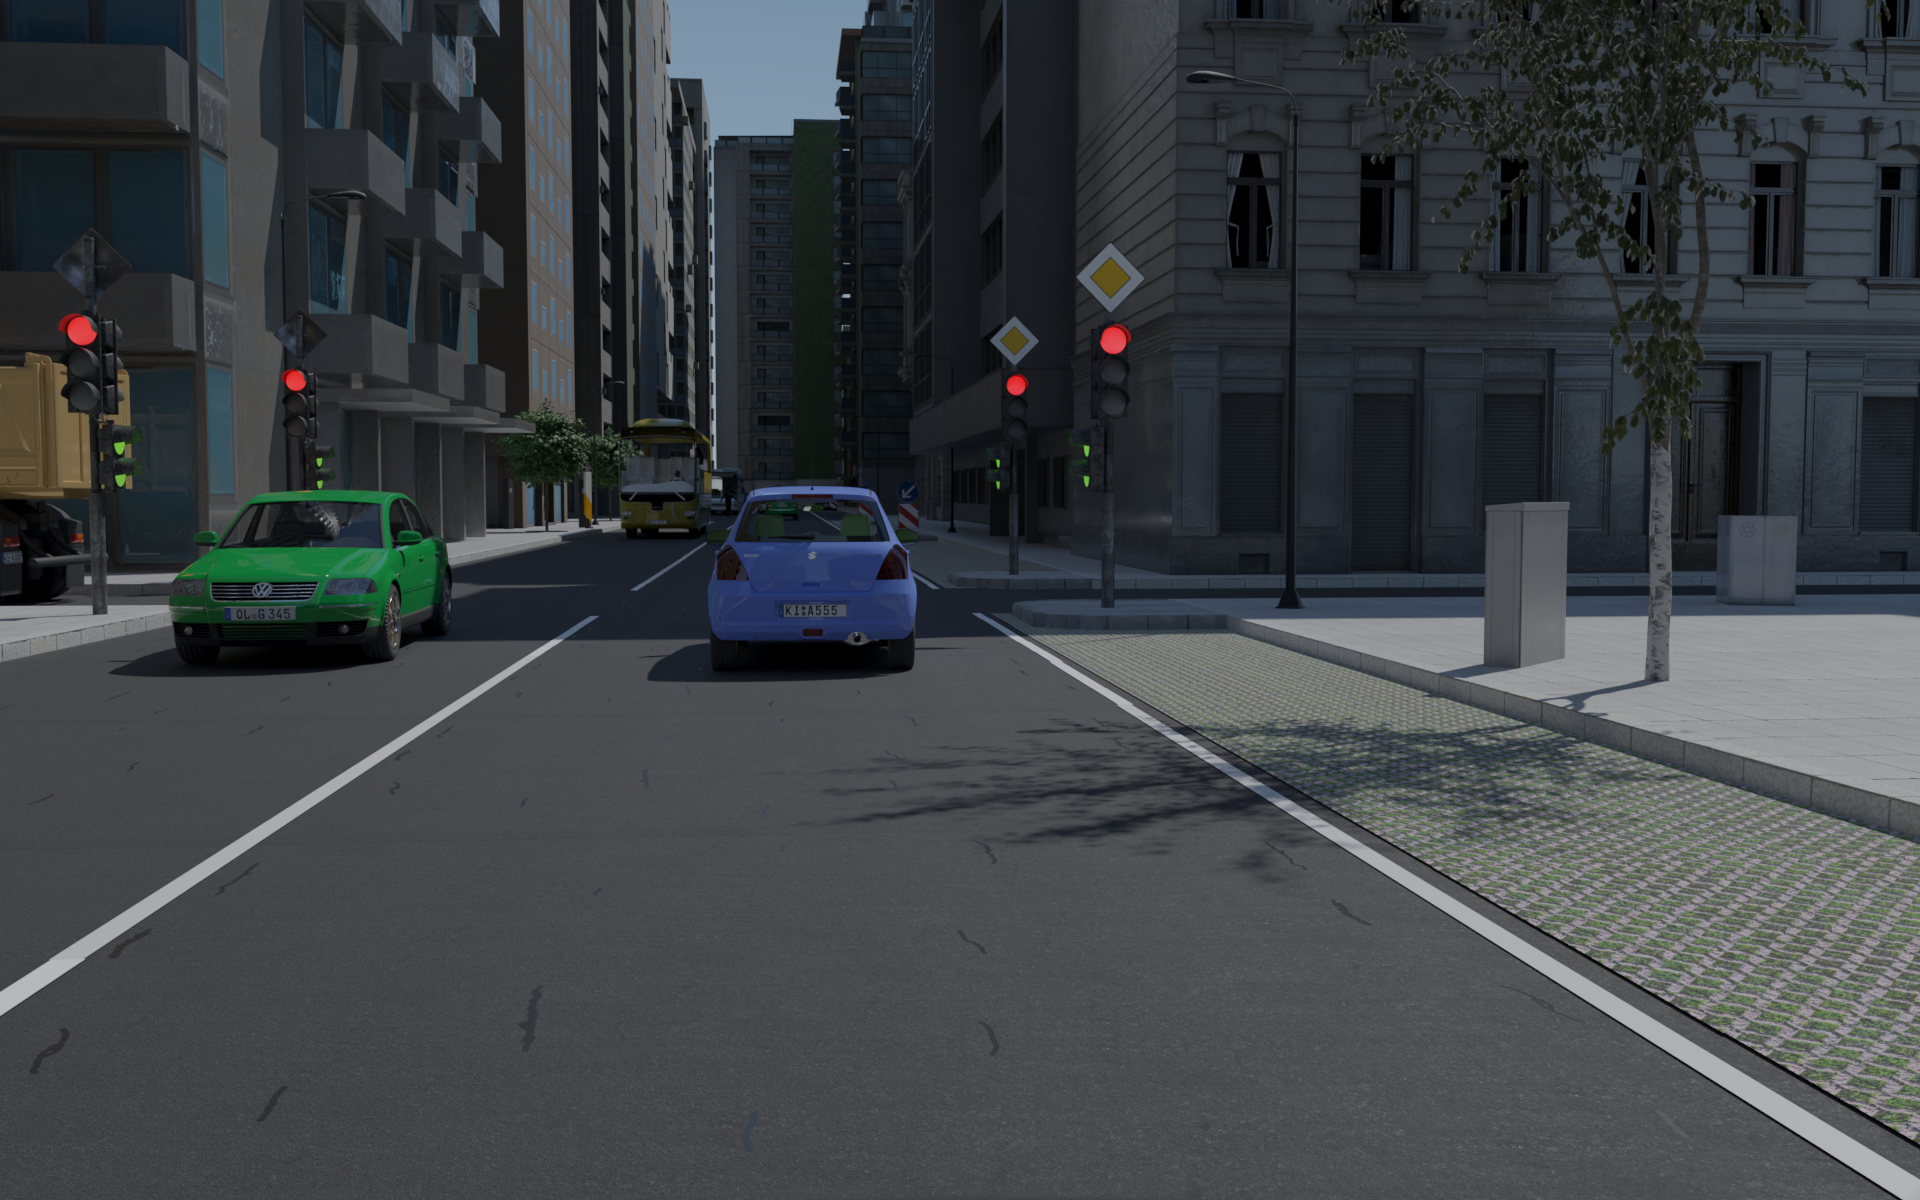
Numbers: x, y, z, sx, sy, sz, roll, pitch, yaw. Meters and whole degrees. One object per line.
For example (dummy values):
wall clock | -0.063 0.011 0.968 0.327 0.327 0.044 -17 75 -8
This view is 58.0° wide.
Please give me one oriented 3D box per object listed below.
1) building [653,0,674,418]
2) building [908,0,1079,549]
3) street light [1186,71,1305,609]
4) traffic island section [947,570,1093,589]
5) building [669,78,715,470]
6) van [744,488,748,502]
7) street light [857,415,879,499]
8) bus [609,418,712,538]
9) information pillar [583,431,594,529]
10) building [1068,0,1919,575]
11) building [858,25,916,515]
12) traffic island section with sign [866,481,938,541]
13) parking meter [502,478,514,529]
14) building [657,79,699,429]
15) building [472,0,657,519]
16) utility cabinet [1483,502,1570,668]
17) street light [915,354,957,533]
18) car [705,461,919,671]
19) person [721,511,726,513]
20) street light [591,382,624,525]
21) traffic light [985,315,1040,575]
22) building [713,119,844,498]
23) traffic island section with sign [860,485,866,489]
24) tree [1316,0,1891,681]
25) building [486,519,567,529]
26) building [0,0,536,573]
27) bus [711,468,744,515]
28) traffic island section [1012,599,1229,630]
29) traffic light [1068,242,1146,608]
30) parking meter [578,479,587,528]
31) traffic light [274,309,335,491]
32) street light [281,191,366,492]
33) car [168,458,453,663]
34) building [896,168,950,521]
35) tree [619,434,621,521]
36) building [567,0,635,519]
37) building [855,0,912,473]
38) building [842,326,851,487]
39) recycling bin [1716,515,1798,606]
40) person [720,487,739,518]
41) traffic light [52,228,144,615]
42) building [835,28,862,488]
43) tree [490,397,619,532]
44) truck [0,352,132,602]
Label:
building | -35.249 -32.861 126.513 28.713 52.752 27.495 0 4 -6
building | 6.561 -14.323 53.246 14.314 24.678 30.058 0 4 -6
street light | 3.177 -2.857 19.257 1.470 5.913 1.316 0 4 -6
traffic island section | 0.876 -0.321 27.532 2.009 0.180 2.903 0 4 -6
building | -38.735 -34.841 193.356 21.600 48.544 21.300 0 4 -6
van | -20.499 -9.437 158.670 2.240 2.365 5.245 0 4 -7
street light | -5.350 -7.899 101.687 1.470 5.913 1.316 0 4 -6
bus | -10.087 -4.181 59.909 2.896 3.916 12.252 0 4 -6
information pillar | -13.834 -4.465 64.349 0.183 3.616 0.504 1 4 14
building | 11.695 -11.199 32.254 18.267 20.994 9.793 0 4 -6
building | 0.385 -20.785 111.542 14.160 30.474 14.107 0 4 -6
traffic island section with sign | -1.741 -2.710 52.944 1.989 1.847 2.006 0 4 -6
parking meter | -16.530 -3.527 63.375 0.255 1.863 0.399 1 4 18
building | -36.465 -28.588 159.301 23.993 40.220 32.217 0 4 -6
building | -26.317 -27.928 106.739 14.600 45.320 14.200 0 4 -6
utility cabinet | 4.311 -0.124 13.197 0.306 1.237 1.020 3 4 37
street light | -0.801 -5.193 57.454 1.470 5.913 1.316 0 4 -6
car | -1.310 -0.356 15.414 1.945 1.707 3.694 0 4 -5
person | -17.891 -7.487 130.896 0.705 1.826 1.348 1 4 15
street light | -14.566 -6.060 71.622 1.470 5.913 1.316 0 4 -6
traffic light | 0.835 -2.354 27.414 0.839 4.253 0.868 0 4 -6
building | -20.054 -31.084 191.809 14.086 41.232 14.154 0 4 -6
traffic island section with sign | -4.505 -4.353 79.802 1.989 1.847 2.006 0 4 -6
tree | 4.569 -3.751 11.689 4.360 8.622 3.978 0 3 0
building | -23.457 -25.624 69.059 14.600 45.320 14.200 0 4 -6
building | -23.073 -25.624 38.554 23.786 49.044 30.456 0 4 -6
bus | -16.635 -7.728 121.207 2.948 3.499 13.247 0 4 -5
traffic island section | 1.694 0.165 19.588 2.009 0.180 2.903 0 4 -6
traffic light | 1.653 -1.868 19.470 0.839 4.253 0.868 0 4 -6
parking meter | -14.366 -3.698 66.181 0.399 1.863 0.255 -2 4 -24
traffic light | -9.968 -2.286 26.289 0.839 4.253 0.868 0 4 -6
street light | -9.808 -3.310 26.663 1.470 5.913 1.316 0 4 -6
car | -5.911 -0.449 16.145 1.959 1.807 4.718 0 4 -8
building | 4.189 -16.295 85.503 14.460 24.649 34.723 0 4 -6
tree | -16.756 -6.055 82.710 4.285 4.588 4.351 0 3 0
building | -24.990 -19.565 91.584 14.160 30.474 14.107 0 4 -6
building | 3.995 -31.491 134.484 23.786 49.044 30.456 0 4 -6
building | 0.894 -21.793 201.347 28.899 21.520 27.650 0 4 -6
recycling bin | 9.302 -0.470 20.241 0.722 1.027 0.722 1 4 12
person | -13.907 -5.872 104.140 0.705 1.869 1.348 3 5 45
traffic light | -9.149 -1.800 18.346 0.839 4.253 0.868 0 4 -6
building | -0.548 -31.162 164.117 22.147 44.769 28.867 0 4 -6
tree | -14.109 -4.584 58.664 4.285 4.588 4.351 0 3 0
truck | -16.001 -1.593 21.966 9.791 3.379 3.469 0 4 -4
